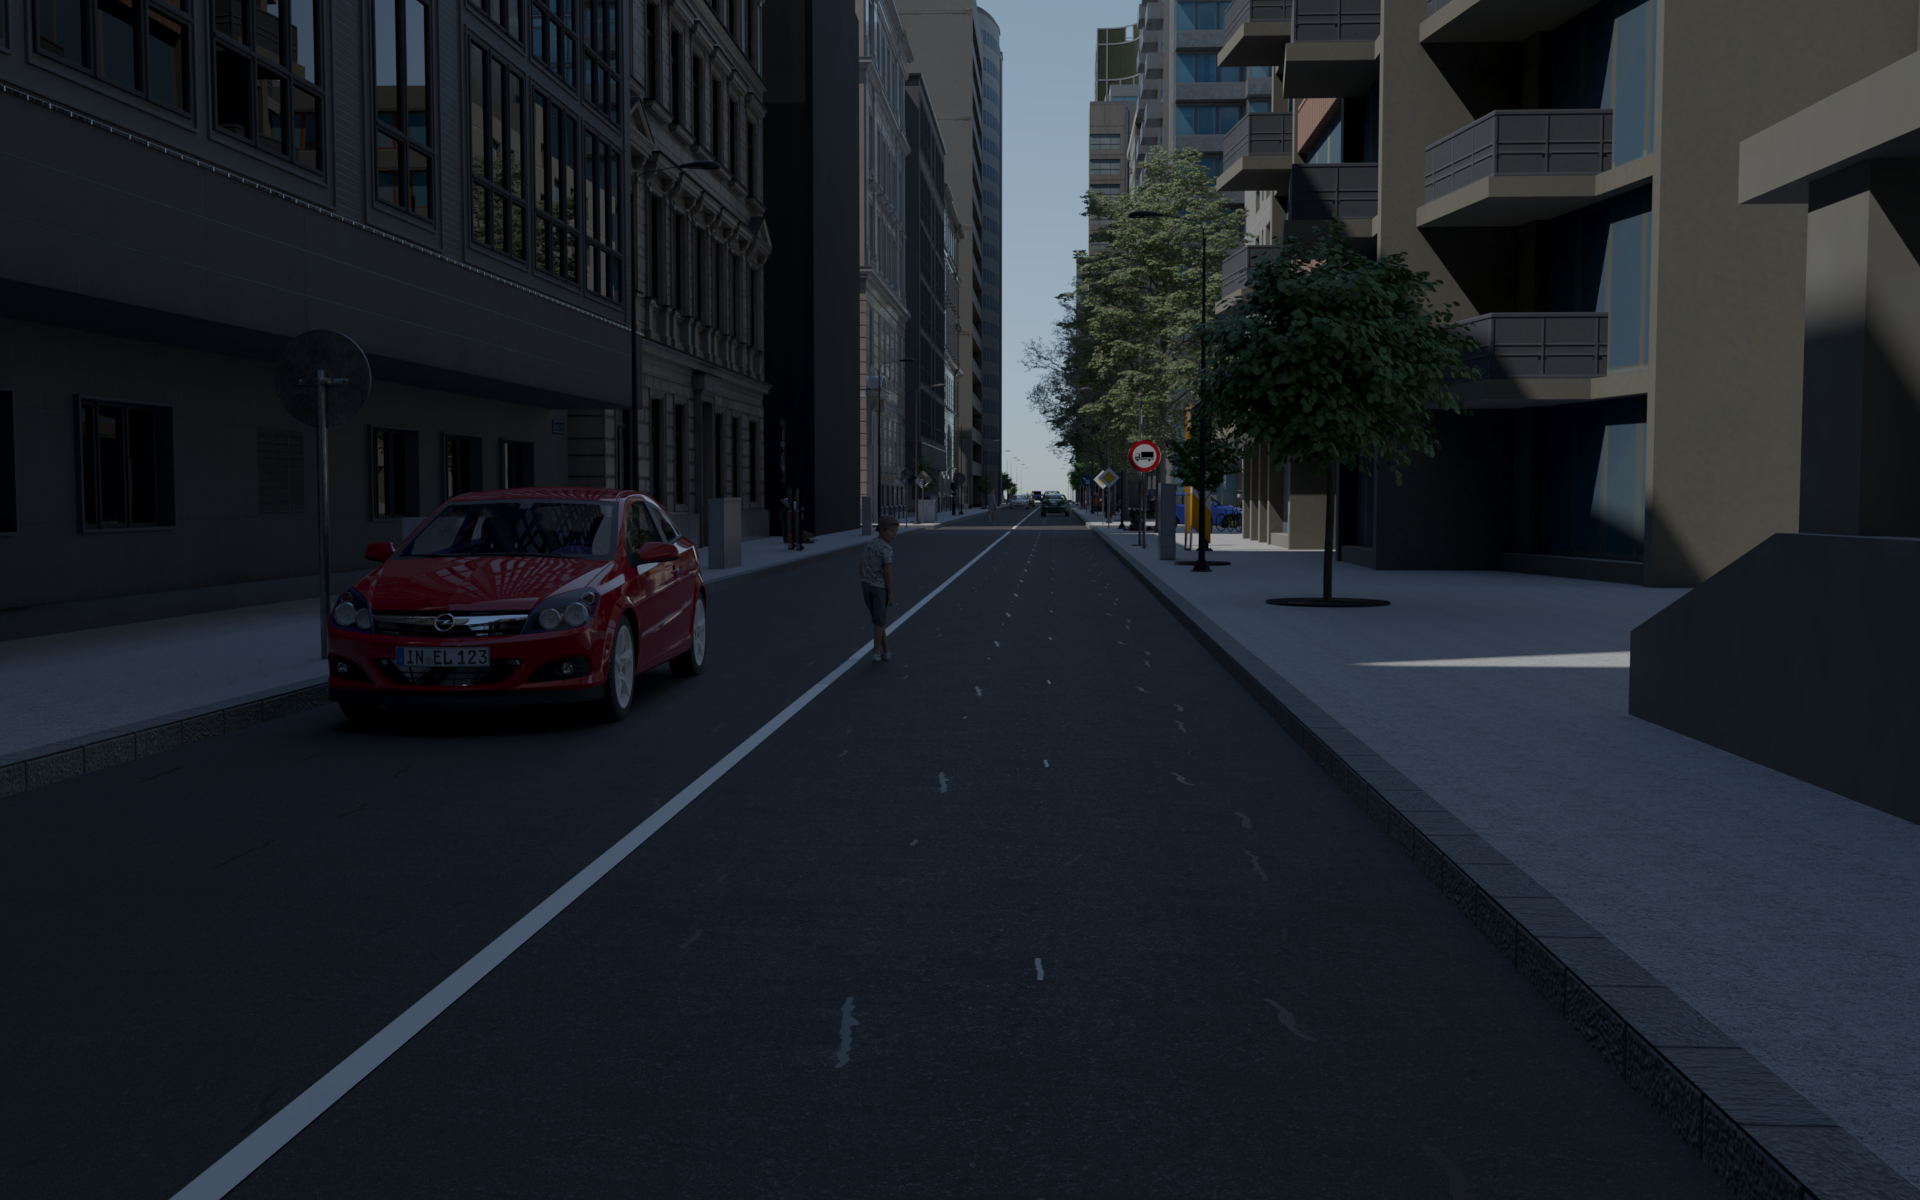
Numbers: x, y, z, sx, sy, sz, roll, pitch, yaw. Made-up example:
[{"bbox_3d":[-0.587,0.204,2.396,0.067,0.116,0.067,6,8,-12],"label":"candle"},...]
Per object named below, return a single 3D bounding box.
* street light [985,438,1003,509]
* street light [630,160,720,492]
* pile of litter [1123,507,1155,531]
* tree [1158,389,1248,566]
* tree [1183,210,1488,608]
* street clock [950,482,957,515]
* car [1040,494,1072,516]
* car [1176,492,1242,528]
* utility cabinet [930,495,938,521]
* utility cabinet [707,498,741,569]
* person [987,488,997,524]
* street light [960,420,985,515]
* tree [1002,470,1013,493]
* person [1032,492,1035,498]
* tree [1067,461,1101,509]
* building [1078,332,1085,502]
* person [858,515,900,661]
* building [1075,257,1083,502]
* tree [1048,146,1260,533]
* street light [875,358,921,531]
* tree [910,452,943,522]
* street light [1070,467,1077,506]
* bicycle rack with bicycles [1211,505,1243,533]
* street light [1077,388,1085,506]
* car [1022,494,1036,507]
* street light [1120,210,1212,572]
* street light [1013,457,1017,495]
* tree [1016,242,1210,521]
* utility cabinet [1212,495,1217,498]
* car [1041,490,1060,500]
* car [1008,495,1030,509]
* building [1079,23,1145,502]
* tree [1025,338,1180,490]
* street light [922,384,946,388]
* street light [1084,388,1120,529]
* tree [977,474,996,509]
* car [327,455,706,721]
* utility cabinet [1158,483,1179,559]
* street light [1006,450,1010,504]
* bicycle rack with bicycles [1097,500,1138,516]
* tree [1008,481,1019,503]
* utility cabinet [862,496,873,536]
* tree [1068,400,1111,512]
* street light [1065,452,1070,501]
[{"bbox_3d":[2.774,-10.812,149.325,1.470,5.913,1.316,0,4,3],"label":"street light"},{"bbox_3d":[-4.035,-3.165,24.289,1.470,5.913,1.316,0,4,3],"label":"street light"},{"bbox_3d":[6.336,-2.852,60.590,1.176,0.858,1.719,0,4,-8],"label":"pile of litter"},{"bbox_3d":[4.339,-2.256,31.490,1.663,3.219,1.824,0,3,0],"label":"tree"},{"bbox_3d":[4.327,-2.223,20.062,4.285,4.588,4.351,0,3,0],"label":"tree"},{"bbox_3d":[-0.373,-6.114,104.527,0.358,2.002,0.471,2,4,31],"label":"street clock"},{"bbox_3d":[6.241,-6.207,113.274,2.131,1.459,4.920,0,4,5],"label":"car"},{"bbox_3d":[9.608,-3.630,68.941,3.694,1.707,1.945,0,4,3],"label":"car"},{"bbox_3d":[-1.242,-4.363,82.500,0.306,1.237,1.020,0,4,-5],"label":"utility cabinet"},{"bbox_3d":[-4.093,-1.159,30.105,0.306,1.237,1.020,1,4,10],"label":"utility cabinet"},{"bbox_3d":[1.521,-4.447,81.966,0.466,1.731,0.760,0,4,6],"label":"person"},{"bbox_3d":[0.628,-8.304,108.306,1.470,5.913,1.316,0,4,3],"label":"street light"},{"bbox_3d":[5.319,-14.742,224.752,4.285,4.588,4.351,0,3,0],"label":"tree"},{"bbox_3d":[9.836,-13.719,233.614,0.445,1.727,0.742,2,4,24],"label":"person"},{"bbox_3d":[10.827,-10.171,150.003,4.285,4.588,4.351,0,3,0],"label":"tree"},{"bbox_3d":[26.378,-31.350,284.266,14.160,30.474,14.107,0,4,3],"label":"building"},{"bbox_3d":[-0.696,-0.106,14.912,0.352,1.250,0.332,0,4,-5],"label":"person"},{"bbox_3d":[26.942,-37.607,298.463,14.154,41.232,14.086,0,4,3],"label":"building"},{"bbox_3d":[6.803,-8.468,56.586,7.486,12.596,7.792,0,3,0],"label":"tree"},{"bbox_3d":[-2.231,-5.318,59.492,1.470,5.913,1.316,0,4,3],"label":"street light"},{"bbox_3d":[-1.585,-5.150,78.800,1.663,3.219,1.824,0,3,0],"label":"tree"},{"bbox_3d":[7.974,-8.469,111.012,1.470,5.913,1.316,0,4,3],"label":"street light"},{"bbox_3d":[8.945,-2.725,57.930,2.852,0.926,2.925,-1,4,-9],"label":"bicycle rack with bicycles"},{"bbox_3d":[5.976,-6.308,75.676,1.470,5.913,1.316,0,4,3],"label":"street light"},{"bbox_3d":[7.333,-11.004,190.137,2.015,1.641,3.980,0,4,3],"label":"car"},{"bbox_3d":[3.456,-3.423,28.511,1.470,5.913,1.316,0,4,3],"label":"street light"},{"bbox_3d":[6.515,-15.079,219.080,1.470,5.913,1.316,0,4,3],"label":"street light"},{"bbox_3d":[7.858,-10.555,82.941,12.009,13.543,11.850,0,3,0],"label":"tree"},{"bbox_3d":[14.900,-5.684,104.094,1.020,1.237,0.306,0,4,-4],"label":"utility cabinet"},{"bbox_3d":[9.570,-10.471,179.873,2.281,1.827,5.304,0,4,5],"label":"car"},{"bbox_3d":[5.703,-9.449,166.845,2.083,1.381,4.827,0,4,1],"label":"car"},{"bbox_3d":[28.729,-50.594,265.456,20.563,71.187,20.611,0,4,3],"label":"building"},{"bbox_3d":[8.053,-9.824,95.029,8.767,10.594,7.601,-1,4,-13],"label":"tree"},{"bbox_3d":[-1.287,-6.158,73.229,1.470,5.913,1.316,0,4,3],"label":"street light"},{"bbox_3d":[5.408,-5.560,63.441,1.470,5.913,1.316,0,4,3],"label":"street light"},{"bbox_3d":[2.324,-9.663,152.593,1.663,3.219,1.824,0,3,0],"label":"tree"},{"bbox_3d":[-2.973,-0.199,12.288,2.155,1.783,4.494,0,4,1],"label":"car"},{"bbox_3d":[4.101,-1.563,34.227,0.318,1.500,1.173,0,4,4],"label":"utility cabinet"},{"bbox_3d":[4.648,-12.944,184.170,1.470,5.913,1.316,0,4,3],"label":"street light"},{"bbox_3d":[9.266,-5.433,102.216,2.852,0.926,2.925,0,4,-7],"label":"bicycle rack with bicycles"},{"bbox_3d":[7.839,-15.869,254.059,1.663,3.219,1.824,0,3,0],"label":"tree"},{"bbox_3d":[-2.890,-2.624,54.071,0.306,1.237,1.020,0,3,0],"label":"utility cabinet"},{"bbox_3d":[9.141,-10.472,121.577,4.737,8.622,4.395,0,3,0],"label":"tree"},{"bbox_3d":[10.329,-11.094,153.931,1.470,5.913,1.316,0,4,3],"label":"street light"}]
